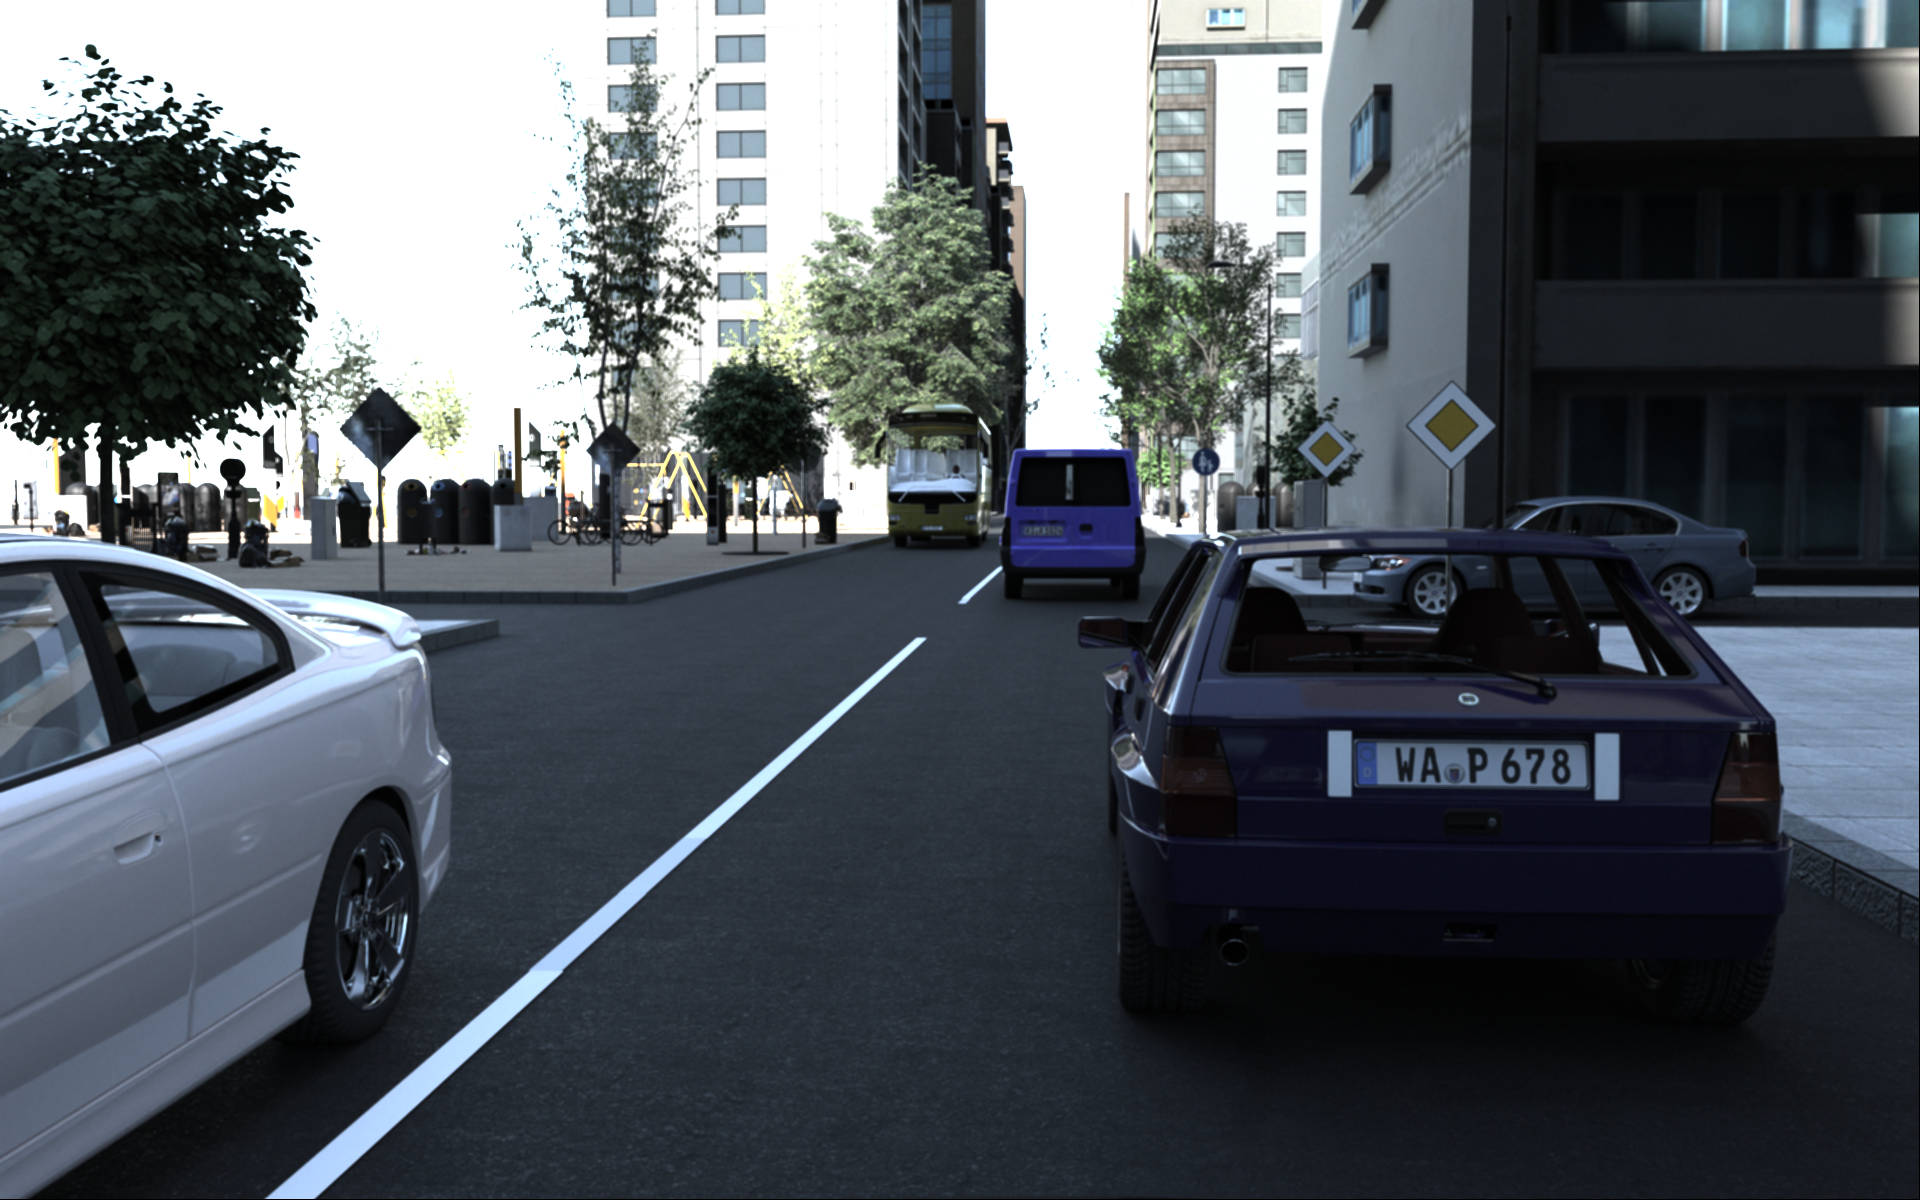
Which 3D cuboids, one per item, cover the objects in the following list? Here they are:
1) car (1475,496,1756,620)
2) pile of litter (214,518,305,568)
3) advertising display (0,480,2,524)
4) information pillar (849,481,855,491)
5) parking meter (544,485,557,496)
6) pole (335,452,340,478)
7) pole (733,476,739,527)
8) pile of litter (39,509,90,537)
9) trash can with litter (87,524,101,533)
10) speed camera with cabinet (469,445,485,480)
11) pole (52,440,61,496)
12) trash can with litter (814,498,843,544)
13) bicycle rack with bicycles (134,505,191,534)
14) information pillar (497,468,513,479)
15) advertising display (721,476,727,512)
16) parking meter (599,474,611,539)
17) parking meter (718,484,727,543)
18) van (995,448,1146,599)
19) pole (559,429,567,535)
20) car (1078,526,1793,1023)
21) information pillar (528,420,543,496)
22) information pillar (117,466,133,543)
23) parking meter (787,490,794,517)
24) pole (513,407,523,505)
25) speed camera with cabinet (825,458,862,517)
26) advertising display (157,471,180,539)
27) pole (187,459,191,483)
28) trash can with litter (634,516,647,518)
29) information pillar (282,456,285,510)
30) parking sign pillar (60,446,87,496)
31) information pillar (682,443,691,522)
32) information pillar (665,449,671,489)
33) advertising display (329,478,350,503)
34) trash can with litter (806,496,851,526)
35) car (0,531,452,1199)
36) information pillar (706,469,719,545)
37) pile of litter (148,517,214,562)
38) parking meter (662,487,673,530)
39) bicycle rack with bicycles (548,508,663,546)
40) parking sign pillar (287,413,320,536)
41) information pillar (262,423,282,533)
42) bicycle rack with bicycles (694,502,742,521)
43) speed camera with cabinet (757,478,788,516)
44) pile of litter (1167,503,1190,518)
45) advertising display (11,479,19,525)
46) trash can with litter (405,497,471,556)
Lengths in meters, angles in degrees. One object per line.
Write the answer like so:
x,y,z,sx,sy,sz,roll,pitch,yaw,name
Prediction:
6.938,-0.518,20.466,4.499,1.417,2.014,0,4,2,car
-12.253,-1.032,30.830,1.176,0.858,1.719,0,4,2,pile of litter
-42.045,-4.281,75.205,0.974,1.923,0.123,1,4,19,advertising display
-6.027,-5.634,96.609,0.304,2.012,0.304,1,4,13,information pillar
-11.622,-2.494,49.186,0.372,1.533,0.369,0,3,0,parking meter
-29.307,-5.365,81.566,0.158,3.312,0.155,0,3,0,pole
-8.692,-4.482,67.128,0.158,3.312,0.155,0,3,0,pole
-26.985,-2.316,51.825,1.719,0.858,1.176,-2,4,-29,pile of litter
-28.492,-2.828,57.618,1.055,1.170,0.624,0,4,-5,trash can with litter
-19.588,-4.643,70.246,0.660,3.252,2.038,-1,4,-13,speed camera with cabinet
-31.807,-4.107,60.999,0.158,3.312,0.155,0,3,0,pole
-3.406,-2.031,44.589,0.624,1.170,1.055,0,4,8,trash can with litter
-26.075,-2.599,55.877,2.852,0.926,2.925,-1,4,-8,bicycle rack with bicycles
-12.946,-2.742,49.321,0.304,2.012,0.304,2,4,31,information pillar
-8.637,-3.551,63.277,0.123,1.923,0.974,0,4,-3,advertising display
-10.145,-2.691,49.715,0.255,1.863,0.399,2,4,32,parking meter
-6.349,-2.281,45.699,0.372,1.533,0.369,0,3,0,parking meter
1.601,-1.284,25.381,2.240,2.365,5.245,0,4,2,van
-12.496,-3.709,54.489,0.158,3.312,0.155,0,3,0,pole
1.386,0.397,6.083,1.945,1.354,3.894,0,4,4,car
-13.464,-3.885,54.880,0.504,3.616,0.183,2,4,25,information pillar
-21.704,-2.480,45.033,0.304,2.012,0.304,-2,4,-35,information pillar
-9.675,-5.524,98.732,0.372,1.533,0.369,0,3,0,parking meter
-10.365,-2.863,40.660,0.158,3.312,0.155,0,3,0,pole
-6.448,-6.201,95.717,2.038,3.252,0.660,0,4,-5,speed camera with cabinet
-22.580,-2.705,49.435,0.123,1.923,0.974,0,4,5,advertising display
-42.584,-6.232,95.733,0.158,3.312,0.155,0,3,0,pole
-16.624,-5.097,94.400,2.233,1.210,1.678,0,4,5,trash can with litter
-35.904,-6.115,91.340,0.504,3.616,0.183,0,4,-4,information pillar
-43.319,-5.870,84.443,1.447,3.967,1.447,3,4,38,parking sign pillar
-12.495,-5.358,78.959,0.183,3.616,0.504,-3,5,-42,information pillar
-14.341,-5.733,85.081,0.183,3.616,0.504,1,4,12,information pillar
-24.484,-3.865,68.413,0.974,1.923,0.123,2,4,25,advertising display
-5.101,-3.574,69.499,1.678,1.210,2.233,-2,4,-25,trash can with litter
-2.566,0.553,3.313,2.083,1.381,4.827,0,4,5,car
-6.236,-2.391,43.585,0.304,2.012,0.304,-1,4,-11,information pillar
-14.654,-1.158,32.901,1.176,0.858,1.719,3,5,40,pile of litter
-10.367,-3.244,61.444,0.372,1.533,0.369,0,3,0,parking meter
-8.941,-1.864,43.861,2.925,0.926,2.852,-1,4,-13,bicycle rack with bicycles
-20.216,-4.003,53.915,1.447,3.967,1.447,-1,4,-16,parking sign pillar
-22.692,-4.011,56.932,0.183,3.616,0.504,2,4,29,information pillar
-10.816,-4.195,81.972,2.925,0.926,2.852,1,4,13,bicycle rack with bicycles
-10.875,-6.439,99.609,2.038,3.252,0.660,-2,4,-31,speed camera with cabinet
11.669,-4.727,91.256,1.719,0.858,1.176,0,4,7,pile of litter
-39.927,-4.157,73.178,0.123,1.923,0.974,-3,4,-36,advertising display
-11.125,-1.600,37.211,1.678,1.210,2.233,1,4,16,trash can with litter
